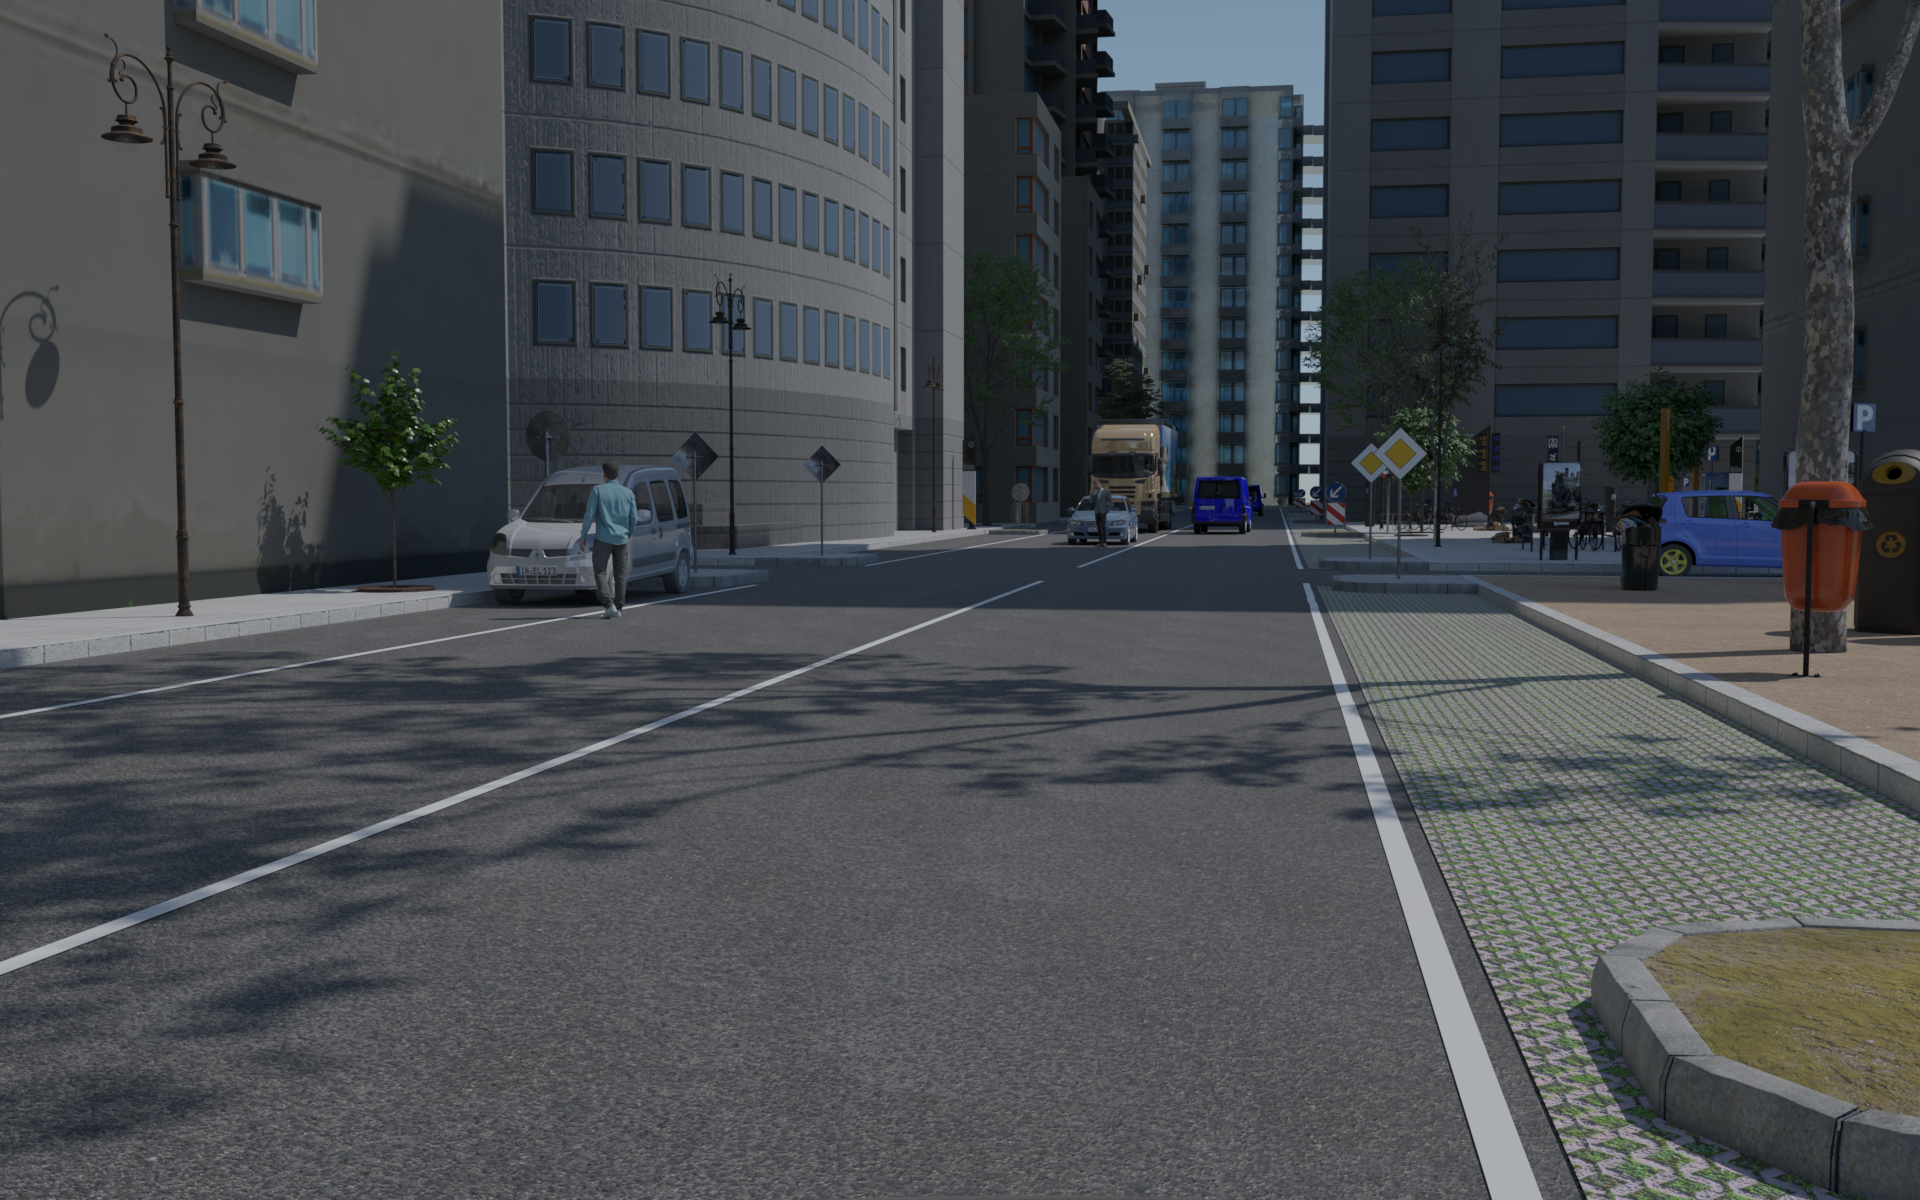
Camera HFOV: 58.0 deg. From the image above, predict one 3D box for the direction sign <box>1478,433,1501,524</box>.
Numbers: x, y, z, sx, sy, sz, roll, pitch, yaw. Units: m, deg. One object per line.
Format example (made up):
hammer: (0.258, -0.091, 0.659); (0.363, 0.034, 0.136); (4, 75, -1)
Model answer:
direction sign: (19.599, -4.415, 64.178); (0.876, 3.537, 0.379); (3, 5, 45)

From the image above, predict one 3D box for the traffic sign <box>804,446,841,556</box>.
traffic sign: (-2.864, -1.976, 35.944); (0.795, 2.450, 0.064); (1, 4, 10)

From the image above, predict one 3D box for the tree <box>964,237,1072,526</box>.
tree: (0.966, -8.802, 69.665); (9.928, 11.665, 9.643); (0, 3, 0)

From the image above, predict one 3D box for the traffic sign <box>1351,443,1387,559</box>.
traffic sign: (8.048, -1.853, 33.944); (0.795, 2.450, 0.064); (1, 4, 10)

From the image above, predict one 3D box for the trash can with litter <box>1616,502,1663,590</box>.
trash can with litter: (9.085, -0.731, 23.347); (0.624, 1.170, 1.055); (1, 4, 12)

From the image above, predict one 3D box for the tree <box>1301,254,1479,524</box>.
tree: (18.393, -9.092, 74.403); (9.928, 11.665, 9.643); (0, 3, 0)

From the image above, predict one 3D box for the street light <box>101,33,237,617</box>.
street light: (-8.148, -2.766, 18.018); (0.468, 5.910, 1.993); (1, 4, 10)

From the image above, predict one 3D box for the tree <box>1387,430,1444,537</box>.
tree: (13.862, -3.548, 52.618); (1.663, 3.219, 1.824); (0, 3, 0)

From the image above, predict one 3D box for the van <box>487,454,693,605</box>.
van: (-4.994, -1.021, 23.712); (2.013, 2.044, 4.112); (1, 4, 9)

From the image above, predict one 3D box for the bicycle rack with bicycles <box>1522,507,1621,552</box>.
bicycle rack with bicycles: (13.918, -1.585, 39.291); (2.852, 0.926, 2.925); (1, 4, 13)

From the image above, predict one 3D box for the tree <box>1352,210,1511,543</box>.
tree: (12.552, -5.829, 45.671); (4.360, 8.622, 3.978); (0, 3, 0)

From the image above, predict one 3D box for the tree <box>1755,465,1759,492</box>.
tree: (44.740, -6.236, 96.563); (1.663, 3.219, 1.824); (0, 3, 0)

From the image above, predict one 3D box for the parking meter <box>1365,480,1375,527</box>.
parking meter: (16.079, -3.806, 67.944); (0.255, 1.863, 0.399); (-1, 4, -14)

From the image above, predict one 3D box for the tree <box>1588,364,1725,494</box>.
tree: (17.636, -3.688, 44.006); (4.285, 4.588, 4.351); (0, 3, 0)

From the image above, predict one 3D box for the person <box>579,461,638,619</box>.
person: (-4.047, -0.707, 20.073); (0.660, 1.820, 0.620); (-3, 4, -36)

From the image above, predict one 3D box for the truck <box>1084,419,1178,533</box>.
truck: (6.780, -4.774, 66.962); (2.839, 4.237, 11.283); (1, 4, 11)

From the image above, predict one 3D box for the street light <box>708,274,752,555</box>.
street light: (-4.818, -3.895, 36.474); (0.468, 5.910, 1.993); (1, 4, 10)

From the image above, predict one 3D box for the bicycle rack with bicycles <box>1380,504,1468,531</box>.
bicycle rack with bicycles: (16.165, -2.933, 61.335); (2.852, 0.926, 2.925); (-1, 4, -19)

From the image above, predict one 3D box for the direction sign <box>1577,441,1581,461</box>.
direction sign: (26.476, -5.027, 74.182); (0.379, 3.537, 0.876); (1, 4, 13)

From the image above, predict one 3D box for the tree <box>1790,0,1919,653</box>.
tree: (6.036, -9.575, 12.439); (12.611, 20.169, 13.585); (0, 3, 0)

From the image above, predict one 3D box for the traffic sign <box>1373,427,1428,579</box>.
traffic sign: (6.618, -1.373, 26.087); (0.795, 2.450, 0.064); (1, 4, 10)

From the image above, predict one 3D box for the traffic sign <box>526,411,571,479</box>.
traffic sign: (-6.318, -1.616, 26.534); (0.768, 2.556, 0.104); (1, 4, 16)

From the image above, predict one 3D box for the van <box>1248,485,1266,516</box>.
van: (19.083, -6.738, 114.552); (2.240, 2.365, 5.245); (1, 4, 11)

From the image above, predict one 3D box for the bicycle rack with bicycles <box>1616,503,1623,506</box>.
bicycle rack with bicycles: (28.000, -3.552, 71.459); (2.852, 0.926, 2.925); (3, 4, 36)

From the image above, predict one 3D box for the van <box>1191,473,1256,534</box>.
van: (9.648, -3.616, 63.504); (2.240, 2.365, 5.245); (1, 4, 12)

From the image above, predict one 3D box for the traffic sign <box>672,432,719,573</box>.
traffic sign: (-4.294, -1.495, 28.088); (0.795, 2.450, 0.064); (1, 4, 10)

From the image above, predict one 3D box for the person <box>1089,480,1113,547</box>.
person: (3.816, -2.339, 46.923); (0.473, 1.802, 0.592); (-3, 5, -40)

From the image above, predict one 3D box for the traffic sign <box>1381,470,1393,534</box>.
traffic sign: (13.622, -3.364, 55.103); (0.768, 2.556, 0.104); (1, 4, 13)

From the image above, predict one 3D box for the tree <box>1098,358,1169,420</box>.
tree: (13.899, -13.892, 145.257); (7.486, 12.596, 7.792); (0, 3, 0)

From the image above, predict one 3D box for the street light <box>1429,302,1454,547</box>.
street light: (11.613, -4.227, 41.906); (0.468, 5.910, 1.993); (1, 4, 10)

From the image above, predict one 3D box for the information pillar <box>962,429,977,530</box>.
information pillar: (0.341, -4.358, 62.615); (0.504, 3.616, 0.183); (1, 4, 11)

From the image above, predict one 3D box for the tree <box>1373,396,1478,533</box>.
tree: (15.356, -4.502, 57.323); (4.285, 4.588, 4.351); (0, 3, 0)

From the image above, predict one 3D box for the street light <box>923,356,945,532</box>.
street light: (-0.869, -5.205, 57.893); (0.468, 5.910, 1.993); (1, 4, 10)

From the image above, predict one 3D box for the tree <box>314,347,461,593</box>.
tree: (-7.366, -1.729, 22.875); (1.663, 3.219, 1.824); (0, 3, 0)

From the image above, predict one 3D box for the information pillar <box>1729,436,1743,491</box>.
information pillar: (31.128, -4.777, 69.462); (0.504, 3.616, 0.183); (2, 4, 35)

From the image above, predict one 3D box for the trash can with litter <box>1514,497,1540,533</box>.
trash can with litter: (18.799, -2.791, 57.023); (1.055, 1.170, 0.624); (-2, 4, -28)

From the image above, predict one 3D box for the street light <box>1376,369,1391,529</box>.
street light: (15.642, -5.581, 64.040); (0.468, 5.910, 1.993); (1, 4, 10)
